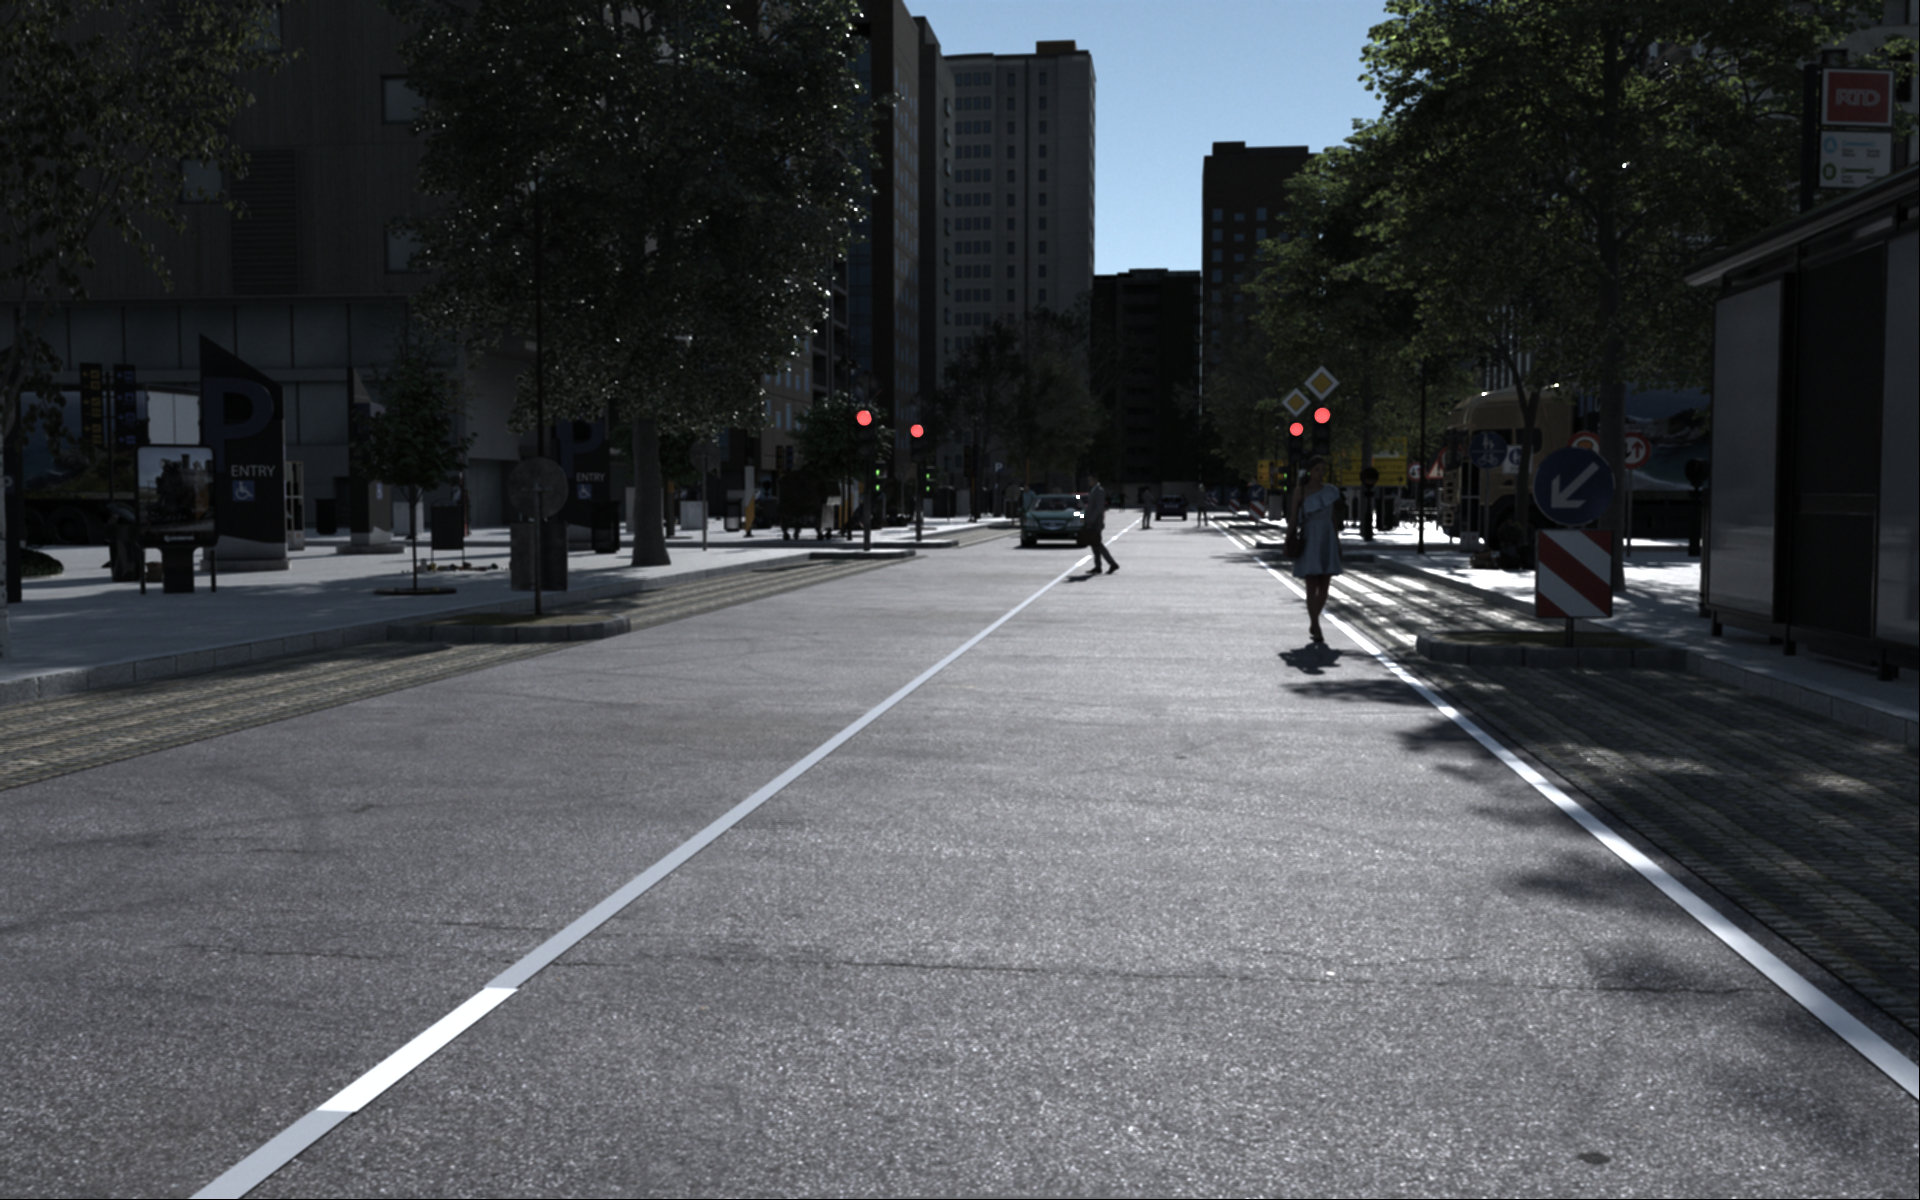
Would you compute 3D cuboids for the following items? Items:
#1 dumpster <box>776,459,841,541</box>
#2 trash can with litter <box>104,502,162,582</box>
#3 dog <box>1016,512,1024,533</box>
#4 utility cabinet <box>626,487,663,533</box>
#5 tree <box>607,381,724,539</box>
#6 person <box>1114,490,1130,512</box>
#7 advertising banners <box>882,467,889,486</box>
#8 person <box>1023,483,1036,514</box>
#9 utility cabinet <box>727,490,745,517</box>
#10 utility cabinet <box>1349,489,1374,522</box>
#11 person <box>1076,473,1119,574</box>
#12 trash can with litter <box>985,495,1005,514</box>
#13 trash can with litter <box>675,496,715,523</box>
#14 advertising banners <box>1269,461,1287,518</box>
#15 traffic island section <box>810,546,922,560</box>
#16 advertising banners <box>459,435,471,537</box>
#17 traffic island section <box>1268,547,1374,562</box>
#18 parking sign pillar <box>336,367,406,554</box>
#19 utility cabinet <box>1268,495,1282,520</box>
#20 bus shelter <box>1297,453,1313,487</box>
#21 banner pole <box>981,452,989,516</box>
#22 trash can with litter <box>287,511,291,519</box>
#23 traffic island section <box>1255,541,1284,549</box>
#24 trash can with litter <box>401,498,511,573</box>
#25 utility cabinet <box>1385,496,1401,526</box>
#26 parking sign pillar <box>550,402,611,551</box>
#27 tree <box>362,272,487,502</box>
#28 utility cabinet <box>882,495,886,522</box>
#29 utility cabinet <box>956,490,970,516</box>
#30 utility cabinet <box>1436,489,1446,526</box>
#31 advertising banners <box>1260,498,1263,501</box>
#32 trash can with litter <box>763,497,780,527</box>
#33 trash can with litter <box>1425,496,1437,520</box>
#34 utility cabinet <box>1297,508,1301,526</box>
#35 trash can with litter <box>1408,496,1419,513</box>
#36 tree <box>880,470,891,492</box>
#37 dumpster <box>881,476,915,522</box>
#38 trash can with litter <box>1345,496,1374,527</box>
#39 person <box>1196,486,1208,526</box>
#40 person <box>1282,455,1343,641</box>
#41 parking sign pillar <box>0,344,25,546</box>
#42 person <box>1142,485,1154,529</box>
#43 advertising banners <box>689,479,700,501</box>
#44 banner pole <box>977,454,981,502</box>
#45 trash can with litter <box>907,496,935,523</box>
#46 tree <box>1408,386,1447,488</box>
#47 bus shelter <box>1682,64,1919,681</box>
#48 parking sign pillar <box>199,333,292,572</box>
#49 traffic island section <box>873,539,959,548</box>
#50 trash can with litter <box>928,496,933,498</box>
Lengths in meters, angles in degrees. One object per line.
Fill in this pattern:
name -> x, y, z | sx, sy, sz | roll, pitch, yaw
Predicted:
dumpster -> -4.225, -2.793, 48.161 | 1.502, 2.255, 1.985 | 0, 4, 7
trash can with litter -> -11.967, -0.858, 25.411 | 1.055, 1.170, 0.624 | 1, 4, 8
dog -> 2.489, -2.880, 63.922 | 0.513, 0.831, 0.800 | -3, 4, -36
utility cabinet -> -10.375, -2.954, 56.979 | 1.173, 1.500, 0.318 | 0, 4, -2
tree -> -8.484, -4.057, 50.046 | 4.285, 4.588, 4.351 | 0, 3, 0
person -> 12.890, -7.873, 137.739 | 1.217, 1.766, 0.721 | 1, 4, 16
advertising banners -> -4.221, -7.181, 113.591 | 2.074, 3.025, 0.090 | -2, 4, -26
person -> 2.466, -3.158, 60.156 | 0.660, 1.820, 0.620 | 3, 5, 39
utility cabinet -> -12.443, -5.406, 97.067 | 1.173, 1.500, 0.318 | 0, 4, 6
utility cabinet -> 18.380, -4.323, 79.367 | 1.173, 1.500, 0.318 | -2, 4, -25
person -> 2.444, -1.387, 31.304 | 0.853, 1.813, 0.709 | -1, 4, -15
trash can with litter -> 2.260, -6.040, 109.812 | 2.233, 1.210, 1.678 | -1, 4, -14
trash can with litter -> -12.030, -4.041, 77.126 | 2.233, 1.210, 1.678 | -1, 4, -12
advertising banners -> 17.012, -5.883, 92.379 | 0.090, 3.025, 2.074 | -1, 4, -19
traffic island section -> -2.124, -1.032, 39.162 | 2.009, 0.180, 2.903 | 0, 4, 7
advertising banners -> -14.862, -3.411, 51.956 | 0.090, 3.025, 2.074 | 0, 4, -8
traffic island section -> 7.890, -0.956, 37.918 | 2.009, 0.180, 2.903 | 0, 4, 7
parking sign pillar -> -12.741, -2.991, 37.370 | 1.447, 3.967, 1.447 | 0, 4, 2
utility cabinet -> 15.473, -4.523, 85.116 | 0.306, 1.237, 1.020 | 2, 4, 33
bus shelter -> 18.995, -7.043, 92.784 | 2.179, 5.291, 8.768 | 0, 4, 7
banner pole -> 1.607, -6.940, 103.480 | 0.401, 3.779, 0.863 | 0, 4, 1
trash can with litter -> -13.945, -1.419, 34.580 | 0.624, 1.170, 1.055 | 2, 4, 26
traffic island section -> 8.874, -1.441, 45.843 | 2.009, 0.180, 2.903 | 0, 4, 7
trash can with litter -> -8.200, -1.102, 29.077 | 2.233, 1.210, 1.678 | -1, 4, -16
utility cabinet -> 17.403, -3.580, 69.697 | 0.306, 1.237, 1.020 | 0, 4, -6
parking sign pillar -> -8.733, -3.142, 39.841 | 1.447, 3.967, 1.447 | -2, 4, -35
tree -> -18.104, -6.593, 58.162 | 4.360, 8.622, 3.978 | 0, 3, 0
utility cabinet -> -3.885, -4.114, 78.418 | 1.020, 1.237, 0.306 | -2, 4, -26
utility cabinet -> 0.167, -5.610, 100.402 | 0.318, 1.500, 1.173 | 2, 4, 26
utility cabinet -> 19.772, -3.738, 69.790 | 1.173, 1.500, 0.318 | -2, 4, -25
advertising banners -> 17.893, -6.518, 102.753 | 0.090, 3.025, 2.074 | 2, 4, 28
trash can with litter -> -7.020, -3.444, 67.361 | 2.233, 1.210, 1.678 | 0, 4, 4
trash can with litter -> 22.844, -4.417, 83.611 | 0.624, 1.170, 1.055 | 0, 4, -5
utility cabinet -> 13.628, -3.687, 68.963 | 0.318, 1.500, 1.173 | 2, 4, 30
trash can with litter -> 27.251, -5.673, 104.142 | 0.624, 1.170, 1.055 | 2, 4, 35
tree -> -5.275, -7.410, 115.750 | 1.663, 3.219, 1.824 | 0, 3, 0
dumpster -> -2.831, -4.792, 80.842 | 1.502, 2.255, 1.985 | 0, 4, 7
trash can with litter -> 15.309, -3.461, 67.649 | 1.678, 1.210, 2.233 | 1, 4, 15
person -> 10.811, -4.209, 77.495 | 0.537, 1.800, 0.526 | 3, 4, 37
person -> 3.469, -0.519, 17.077 | 0.616, 1.811, 0.778 | 0, 4, 2
parking sign pillar -> -17.271, -2.571, 30.502 | 1.447, 3.967, 1.447 | -3, 4, -36
person -> 7.820, -3.860, 71.794 | 0.466, 1.800, 0.511 | -3, 5, -44
advertising banners -> -14.013, -5.833, 91.560 | 0.090, 3.025, 2.074 | -2, 4, -24
banner pole -> 1.218, -7.185, 107.491 | 0.401, 3.779, 0.863 | 2, 4, 31
trash can with litter -> -2.188, -4.021, 76.794 | 1.678, 1.210, 2.233 | -1, 4, -22
tree -> 29.130, -9.781, 110.280 | 4.737, 8.622, 4.395 | 0, 3, 0
bus shelter -> 7.404, -2.223, 13.981 | 2.179, 5.291, 8.768 | 0, 4, 7
parking sign pillar -> -12.054, -2.487, 29.130 | 1.447, 3.967, 1.447 | -1, 4, -17
traffic island section -> -1.140, -1.517, 47.086 | 2.009, 0.180, 2.903 | 0, 4, 7
trash can with litter -> -1.768, -5.836, 106.804 | 0.624, 1.170, 1.055 | 1, 4, 16
